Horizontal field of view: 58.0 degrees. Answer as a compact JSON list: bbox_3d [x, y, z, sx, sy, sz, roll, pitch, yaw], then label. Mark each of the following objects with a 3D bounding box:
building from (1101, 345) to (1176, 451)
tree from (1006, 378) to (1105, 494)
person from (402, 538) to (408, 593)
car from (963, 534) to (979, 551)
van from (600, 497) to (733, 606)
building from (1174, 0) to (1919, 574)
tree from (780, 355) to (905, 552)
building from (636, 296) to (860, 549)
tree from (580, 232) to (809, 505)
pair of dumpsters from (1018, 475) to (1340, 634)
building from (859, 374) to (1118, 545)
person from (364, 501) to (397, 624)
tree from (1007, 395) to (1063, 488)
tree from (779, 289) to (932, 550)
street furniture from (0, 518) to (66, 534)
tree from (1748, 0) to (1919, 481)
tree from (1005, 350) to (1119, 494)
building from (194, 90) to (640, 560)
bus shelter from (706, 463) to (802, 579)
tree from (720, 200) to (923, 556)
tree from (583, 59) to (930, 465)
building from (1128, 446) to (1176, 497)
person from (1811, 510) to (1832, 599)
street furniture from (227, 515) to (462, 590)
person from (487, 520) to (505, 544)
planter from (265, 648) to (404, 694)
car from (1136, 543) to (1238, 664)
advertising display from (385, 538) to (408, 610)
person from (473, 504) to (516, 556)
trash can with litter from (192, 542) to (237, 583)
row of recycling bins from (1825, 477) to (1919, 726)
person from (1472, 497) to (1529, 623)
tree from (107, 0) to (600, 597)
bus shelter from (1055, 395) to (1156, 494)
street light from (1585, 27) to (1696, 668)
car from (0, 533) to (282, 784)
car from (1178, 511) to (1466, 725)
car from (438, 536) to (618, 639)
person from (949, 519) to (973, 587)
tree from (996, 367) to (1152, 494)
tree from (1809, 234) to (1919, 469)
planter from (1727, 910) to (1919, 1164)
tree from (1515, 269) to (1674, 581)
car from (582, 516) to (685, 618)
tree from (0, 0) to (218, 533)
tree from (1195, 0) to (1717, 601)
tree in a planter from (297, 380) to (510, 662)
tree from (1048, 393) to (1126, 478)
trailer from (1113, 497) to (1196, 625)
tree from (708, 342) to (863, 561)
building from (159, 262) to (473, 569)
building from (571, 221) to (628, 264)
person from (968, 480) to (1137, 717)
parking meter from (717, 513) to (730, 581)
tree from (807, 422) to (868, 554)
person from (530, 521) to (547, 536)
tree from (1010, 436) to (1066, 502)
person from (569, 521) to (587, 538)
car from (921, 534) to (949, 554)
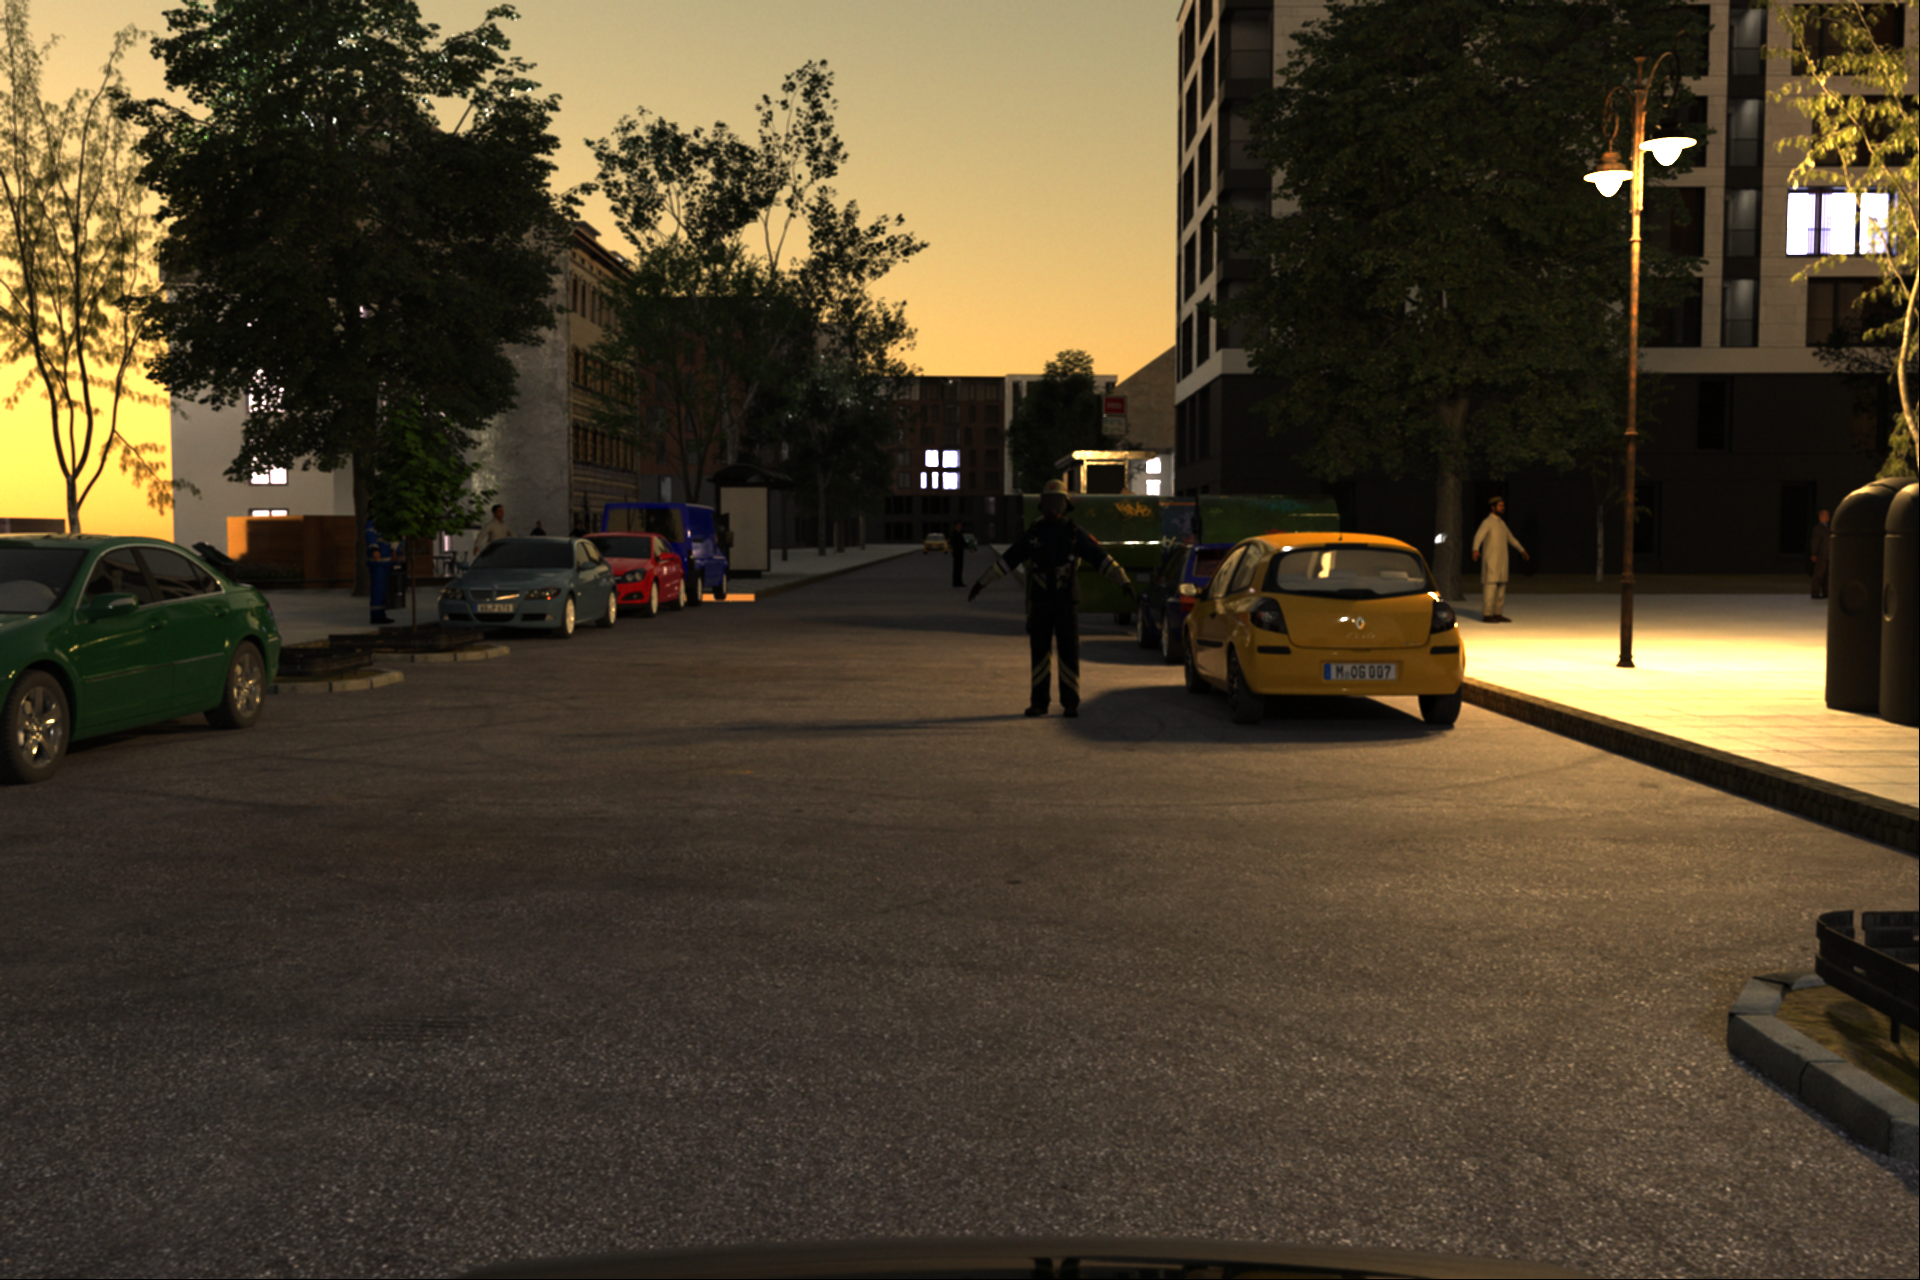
[{"bbox_3d":[25.484,-22.425,197.581,19.493,23.208,18.063,0,4,1],"label":"building"},{"bbox_3d":[6.616,-11.638,116.031,9.928,11.665,9.643,0,3,0],"label":"tree"},{"bbox_3d":[-12.281,-1.965,37.990,0.705,1.847,1.347,-1,4,-13],"label":"person"},{"bbox_3d":[0.497,-8.077,143.860,2.131,1.459,4.920,0,4,0],"label":"car"},{"bbox_3d":[-6.055,-1.932,35.966,2.240,2.365,5.245,0,4,1],"label":"van"},{"bbox_3d":[22.584,-13.898,71.202,27.936,21.610,32.646,0,4,1],"label":"building"},{"bbox_3d":[-8.507,-13.150,121.652,9.857,13.997,8.962,0,3,0],"label":"tree"},{"bbox_3d":[-24.732,-19.653,165.294,27.936,21.610,32.646,0,4,1],"label":"building"},{"bbox_3d":[-9.073,-8.133,58.736,9.928,11.665,9.643,0,3,0],"label":"tree"},{"bbox_3d":[3.044,-1.194,24.470,4.436,2.255,1.574,0,4,0],"label":"pair of dumpsters"},{"bbox_3d":[2.559,-23.669,233.418,32.646,21.610,27.936,0,4,-5],"label":"building"},{"bbox_3d":[-8.315,-1.154,24.841,0.704,1.831,1.345,-1,4,-8],"label":"person"},{"bbox_3d":[6.931,-12.198,125.191,9.928,11.665,9.643,0,3,0],"label":"tree"},{"bbox_3d":[-8.521,-17.180,136.780,12.611,20.169,13.585,0,3,0],"label":"tree"},{"bbox_3d":[-27.149,-2.450,46.911,11.010,1.723,9.812,0,4,-7],"label":"street furniture"},{"bbox_3d":[8.737,-4.007,15.880,4.360,8.622,3.978,0,3,0],"label":"tree"},{"bbox_3d":[6.540,-11.556,107.063,7.486,12.596,7.792,0,3,0],"label":"tree"},{"bbox_3d":[-28.502,-16.106,94.269,19.493,23.208,18.063,0,3,0],"label":"building"},{"bbox_3d":[-6.128,-3.562,52.159,2.014,3.302,5.546,0,4,3],"label":"bus shelter"},{"bbox_3d":[-8.098,-14.940,100.153,12.611,20.169,13.585,0,3,0],"label":"tree"},{"bbox_3d":[-7.990,-13.025,68.851,12.611,20.169,13.585,0,3,0],"label":"tree"},{"bbox_3d":[21.181,-13.868,168.889,9.099,9.664,28.070,0,3,0],"label":"building"},{"bbox_3d":[17.192,-1.699,34.368,0.990,1.755,0.434,-2,4,-33],"label":"person"},{"bbox_3d":[-17.123,-2.305,44.549,11.010,1.723,9.812,-3,5,-42],"label":"street furniture"},{"bbox_3d":[-17.060,-3.578,64.627,1.347,1.817,0.704,1,4,11],"label":"person"},{"bbox_3d":[-6.445,0.285,16.484,1.991,0.319,1.994,0,4,0],"label":"planter"},{"bbox_3d":[3.108,-0.485,20.515,1.945,1.354,3.894,0,4,-1],"label":"car"},{"bbox_3d":[-9.688,-1.496,29.675,0.123,1.923,0.974,0,4,1],"label":"advertising display"},{"bbox_3d":[-8.257,-1.524,31.069,0.704,1.810,1.344,2,4,31],"label":"person"},{"bbox_3d":[-9.880,-0.742,23.514,1.055,1.170,0.624,0,4,1],"label":"trash can with litter"},{"bbox_3d":[6.753,-0.253,11.254,1.069,1.692,3.534,0,4,1],"label":"row of recycling bins"},{"bbox_3d":[7.786,-1.164,25.120,1.344,1.819,0.704,-3,5,-40],"label":"person"},{"bbox_3d":[-12.194,-7.869,35.321,9.857,13.997,8.962,0,3,0],"label":"tree"},{"bbox_3d":[3.815,-4.294,47.843,2.179,5.291,8.768,0,4,-1],"label":"bus shelter"},{"bbox_3d":[6.412,-2.674,16.506,0.468,5.910,1.993,0,4,0],"label":"street light"},{"bbox_3d":[-6.178,0.022,11.441,2.131,1.459,4.920,0,4,1],"label":"car"},{"bbox_3d":[2.894,-0.259,14.452,2.015,1.641,3.980,0,3,0],"label":"car"},{"bbox_3d":[-6.180,-0.808,25.217,2.014,1.417,4.499,0,4,1],"label":"car"},{"bbox_3d":[-0.023,-2.362,47.012,0.705,1.837,1.347,2,4,26],"label":"person"},{"bbox_3d":[6.451,-9.896,96.213,8.767,10.594,7.601,-1,4,-10],"label":"tree"},{"bbox_3d":[28.740,-6.981,48.554,8.767,10.594,7.601,1,4,13],"label":"tree"},{"bbox_3d":[3.138,1.021,4.447,1.991,0.319,1.994,0,4,1],"label":"planter"},{"bbox_3d":[17.207,-5.887,46.610,4.737,8.622,4.395,0,3,0],"label":"tree"},{"bbox_3d":[-6.099,-1.344,31.013,2.155,1.783,4.494,0,4,1],"label":"car"},{"bbox_3d":[-11.951,-4.463,23.335,4.360,8.622,3.978,0,3,0],"label":"tree"},{"bbox_3d":[9.298,-7.731,33.060,9.857,13.997,8.962,0,3,0],"label":"tree"},{"bbox_3d":[-6.407,-1.408,20.236,1.991,3.239,1.994,0,4,2],"label":"tree in a planter"},{"bbox_3d":[6.492,-8.509,89.488,4.360,8.622,3.978,0,3,0],"label":"tree"},{"bbox_3d":[3.199,-1.305,28.390,1.471,1.999,3.904,0,4,0],"label":"trailer"},{"bbox_3d":[-8.238,-9.097,83.147,8.767,10.594,7.601,2,4,27],"label":"tree"},{"bbox_3d":[-23.768,-7.677,67.665,9.099,9.664,28.070,0,4,1],"label":"building"},{"bbox_3d":[-27.567,-15.268,106.051,16.016,20.090,11.380,0,3,0],"label":"building"},{"bbox_3d":[0.738,-0.329,13.619,1.354,1.856,0.705,1,4,17],"label":"person"},{"bbox_3d":[-6.555,-2.566,47.667,0.399,1.863,0.255,0,4,1],"label":"parking meter"},{"bbox_3d":[-8.203,-9.889,112.048,4.360,8.622,3.978,0,3,0],"label":"tree"},{"bbox_3d":[-16.875,-3.871,69.512,0.704,1.802,1.346,2,4,31],"label":"person"},{"bbox_3d":[7.689,-12.606,140.526,7.601,10.594,8.767,-1,4,-13],"label":"tree"},{"bbox_3d":[-15.244,-3.867,69.413,0.705,1.806,1.347,3,5,42],"label":"person"},{"bbox_3d":[-1.748,-6.969,124.169,2.015,1.641,3.980,0,4,1],"label":"car"}]
